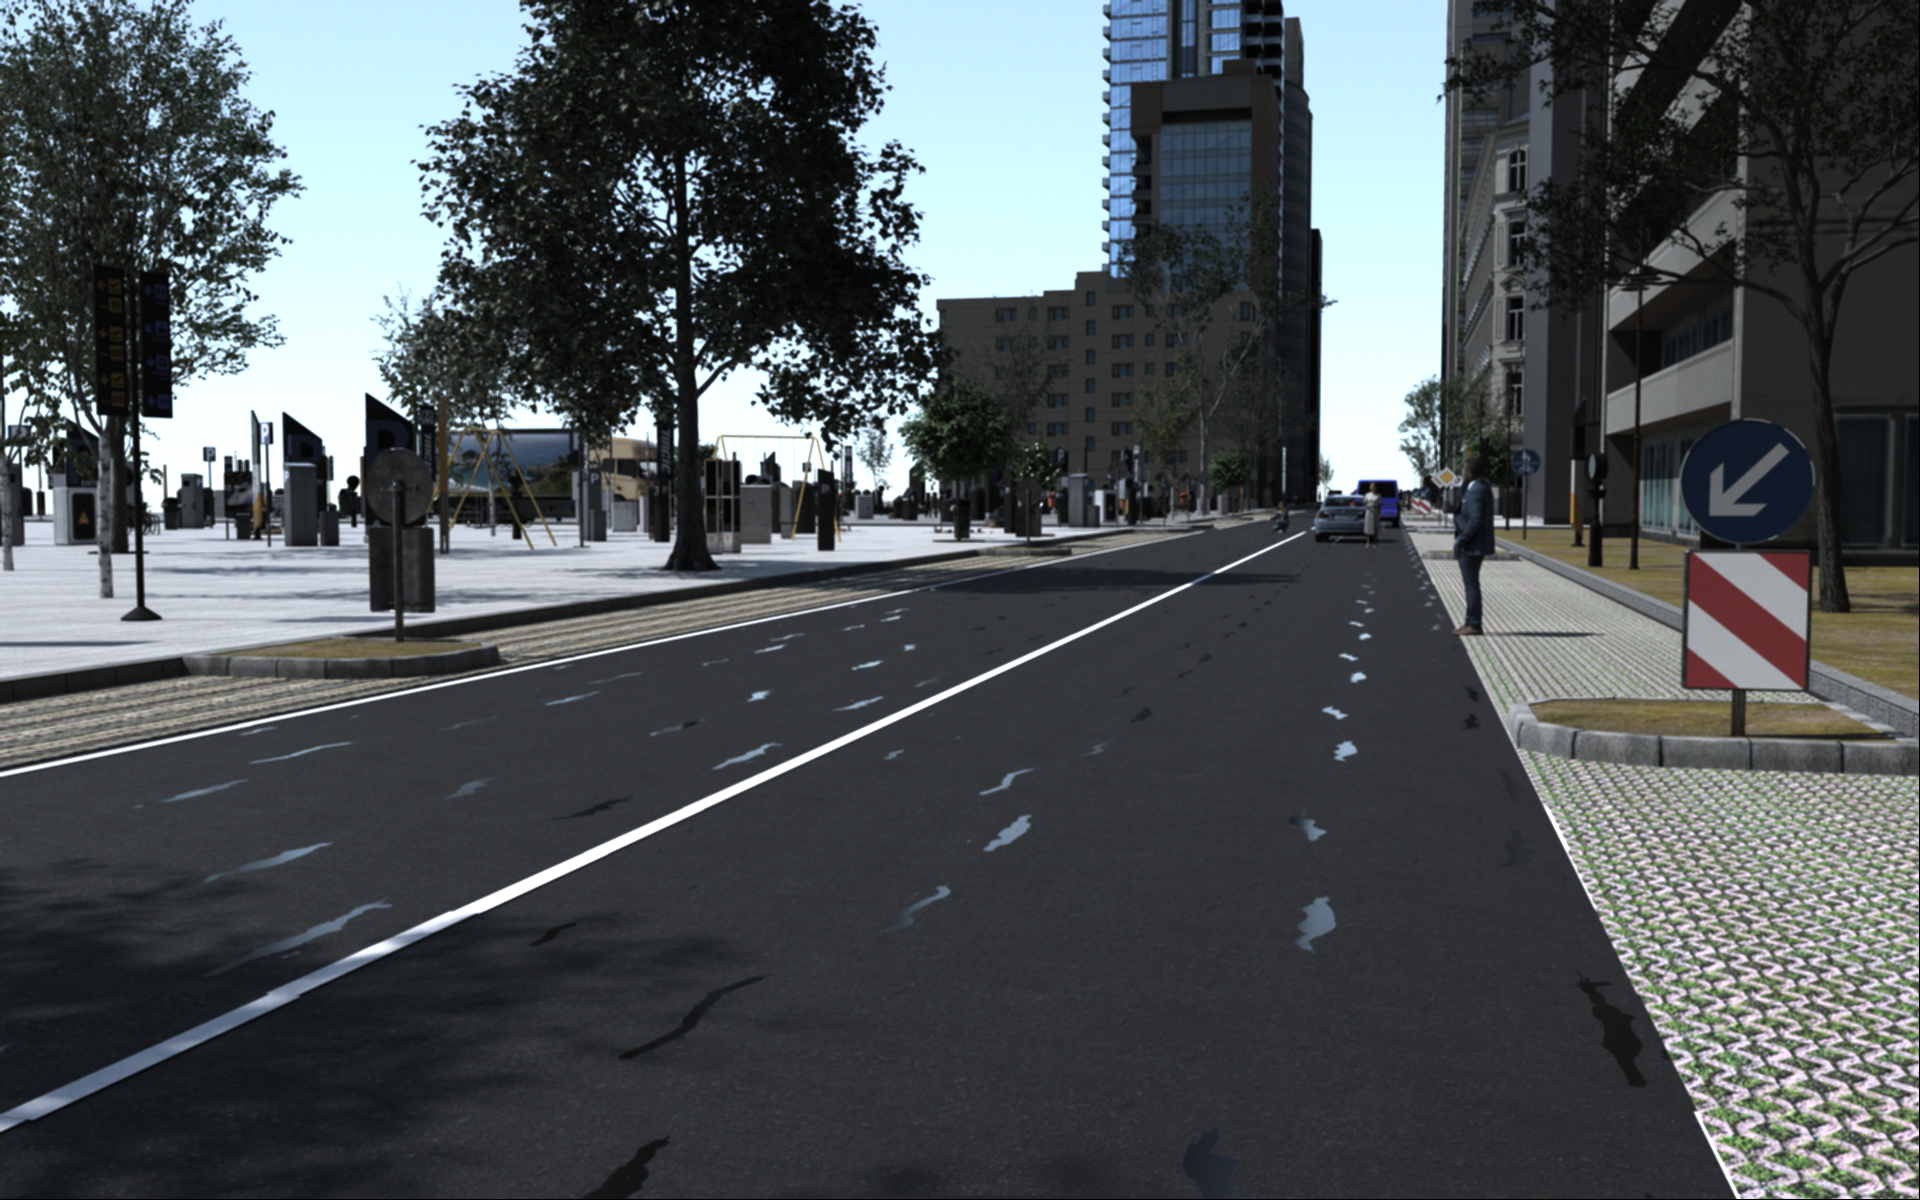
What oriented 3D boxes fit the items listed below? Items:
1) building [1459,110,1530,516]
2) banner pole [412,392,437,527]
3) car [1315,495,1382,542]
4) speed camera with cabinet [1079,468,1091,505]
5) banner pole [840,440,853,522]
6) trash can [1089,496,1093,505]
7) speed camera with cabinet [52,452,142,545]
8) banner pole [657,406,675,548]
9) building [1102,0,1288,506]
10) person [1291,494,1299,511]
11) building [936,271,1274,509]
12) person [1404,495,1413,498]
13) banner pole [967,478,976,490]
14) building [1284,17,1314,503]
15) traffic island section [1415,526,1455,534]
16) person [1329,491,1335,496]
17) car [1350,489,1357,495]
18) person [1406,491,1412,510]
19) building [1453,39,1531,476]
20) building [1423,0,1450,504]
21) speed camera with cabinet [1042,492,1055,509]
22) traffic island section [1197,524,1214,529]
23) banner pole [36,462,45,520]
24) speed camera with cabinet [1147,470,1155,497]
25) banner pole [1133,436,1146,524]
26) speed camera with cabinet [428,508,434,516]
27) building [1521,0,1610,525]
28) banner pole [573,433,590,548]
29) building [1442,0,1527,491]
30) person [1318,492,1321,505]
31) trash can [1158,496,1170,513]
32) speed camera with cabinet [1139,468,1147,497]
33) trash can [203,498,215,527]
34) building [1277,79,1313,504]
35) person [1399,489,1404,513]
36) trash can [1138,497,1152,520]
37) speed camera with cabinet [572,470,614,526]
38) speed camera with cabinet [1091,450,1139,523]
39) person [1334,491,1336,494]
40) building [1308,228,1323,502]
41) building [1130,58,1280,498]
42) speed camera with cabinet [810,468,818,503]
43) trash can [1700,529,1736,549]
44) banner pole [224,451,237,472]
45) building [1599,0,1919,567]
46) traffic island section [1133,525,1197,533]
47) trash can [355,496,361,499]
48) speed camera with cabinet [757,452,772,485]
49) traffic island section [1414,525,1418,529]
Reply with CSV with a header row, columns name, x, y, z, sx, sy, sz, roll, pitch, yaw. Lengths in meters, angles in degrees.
name,x,y,z,sx,sy,sz,roll,pitch,yaw
building,43.865,-20.954,119.011,17.030,29.872,44.131,1,4,14
banner pole,-13.200,-3.217,42.616,0.401,3.779,0.863,2,4,31
car,11.808,-2.495,52.801,2.014,1.417,4.499,1,4,16
speed camera with cabinet,9.496,-8.351,130.869,2.038,3.252,0.660,-2,4,-29
banner pole,-5.196,-5.427,78.752,0.863,3.779,0.401,3,4,36
trash can,8.999,-6.751,122.032,0.748,1.137,0.748,0,3,0
speed camera with cabinet,-22.196,-3.063,44.414,0.660,3.252,2.038,2,4,25
banner pole,-6.763,-3.099,40.682,0.863,3.779,0.401,-3,4,-36
building,28.218,-54.582,205.086,22.319,86.520,31.000,1,4,14
person,28.935,-8.438,149.657,0.628,1.438,0.799,3,5,43
building,14.774,-19.524,164.259,27.650,21.520,28.899,1,4,14
person,52.897,-11.980,204.389,1.348,1.823,0.705,3,5,41
banner pole,0.787,-8.356,126.640,0.863,3.779,0.401,0,4,7
building,44.293,-50.699,267.182,20.563,71.187,20.611,1,4,14
traffic island section,17.615,-2.474,62.724,2.009,0.180,2.903,1,4,14
person,32.468,-8.652,150.890,0.756,1.711,0.436,-1,4,-13
car,28.402,-6.888,121.294,2.281,1.827,5.304,1,4,16
person,40.670,-9.014,156.603,0.721,1.735,1.217,3,5,41
building,52.803,-29.076,158.981,14.154,41.232,14.086,1,4,14
building,74.425,-48.795,236.051,20.563,71.187,20.611,1,4,14
speed camera with cabinet,7.451,-9.332,146.918,2.038,3.252,0.660,2,4,25
traffic island section,9.596,-3.098,72.934,2.009,0.180,2.903,1,4,14
banner pole,-45.837,-5.892,86.346,0.401,3.779,0.863,-1,4,-18
speed camera with cabinet,14.634,-8.871,139.382,2.038,3.252,0.660,-1,4,-18
banner pole,7.668,-5.166,74.476,0.401,3.779,0.863,-2,4,-31
speed camera with cabinet,-31.827,-6.603,102.292,0.660,3.252,2.038,-3,5,-44
building,36.903,-17.091,72.951,24.014,27.812,14.314,1,4,14
banner pole,-8.960,-3.135,41.274,0.401,3.779,0.863,-2,4,-31
building,60.977,-38.919,178.329,21.231,58.520,28.212,1,4,14
person,43.918,-12.358,211.472,0.530,1.710,0.541,3,4,38
trash can,13.124,-6.107,111.497,0.748,1.137,0.748,0,3,0
speed camera with cabinet,12.868,-8.335,130.614,2.038,3.252,0.660,2,4,33
trash can,-29.660,-3.456,68.159,0.748,1.137,0.748,0,3,0
building,38.023,-42.933,243.955,21.231,58.520,28.212,1,4,14
person,30.800,-6.868,121.024,0.641,1.798,0.478,-1,4,-22
trash can,9.014,-4.447,84.361,0.748,1.137,0.748,0,3,0
speed camera with cabinet,-14.481,-4.528,68.362,0.660,3.252,2.038,2,4,23
speed camera with cabinet,6.988,-5.118,78.008,2.038,3.252,0.660,-3,5,-41
person,49.378,-13.462,228.545,1.348,1.831,0.705,3,5,40
building,51.944,-38.786,284.260,14.600,45.320,14.200,1,4,14
building,26.239,-32.628,183.572,14.600,45.320,14.200,1,4,14
speed camera with cabinet,-11.451,-8.287,129.822,2.038,3.252,0.660,-2,4,-27
trash can,11.110,-0.831,25.241,0.748,1.137,0.748,0,3,0
banner pole,-42.015,-6.724,99.953,0.863,3.779,0.401,-2,4,-35
building,26.770,-25.290,37.188,21.300,48.544,21.600,1,4,14
traffic island section,7.675,-2.624,65.183,2.009,0.180,2.903,1,4,14
trash can,-39.816,-6.311,114.835,0.748,1.137,0.748,0,3,0
speed camera with cabinet,-9.835,-5.305,81.067,2.038,3.252,0.660,0,4,-3
traffic island section,19.536,-2.948,70.475,2.009,0.180,2.903,1,4,14
